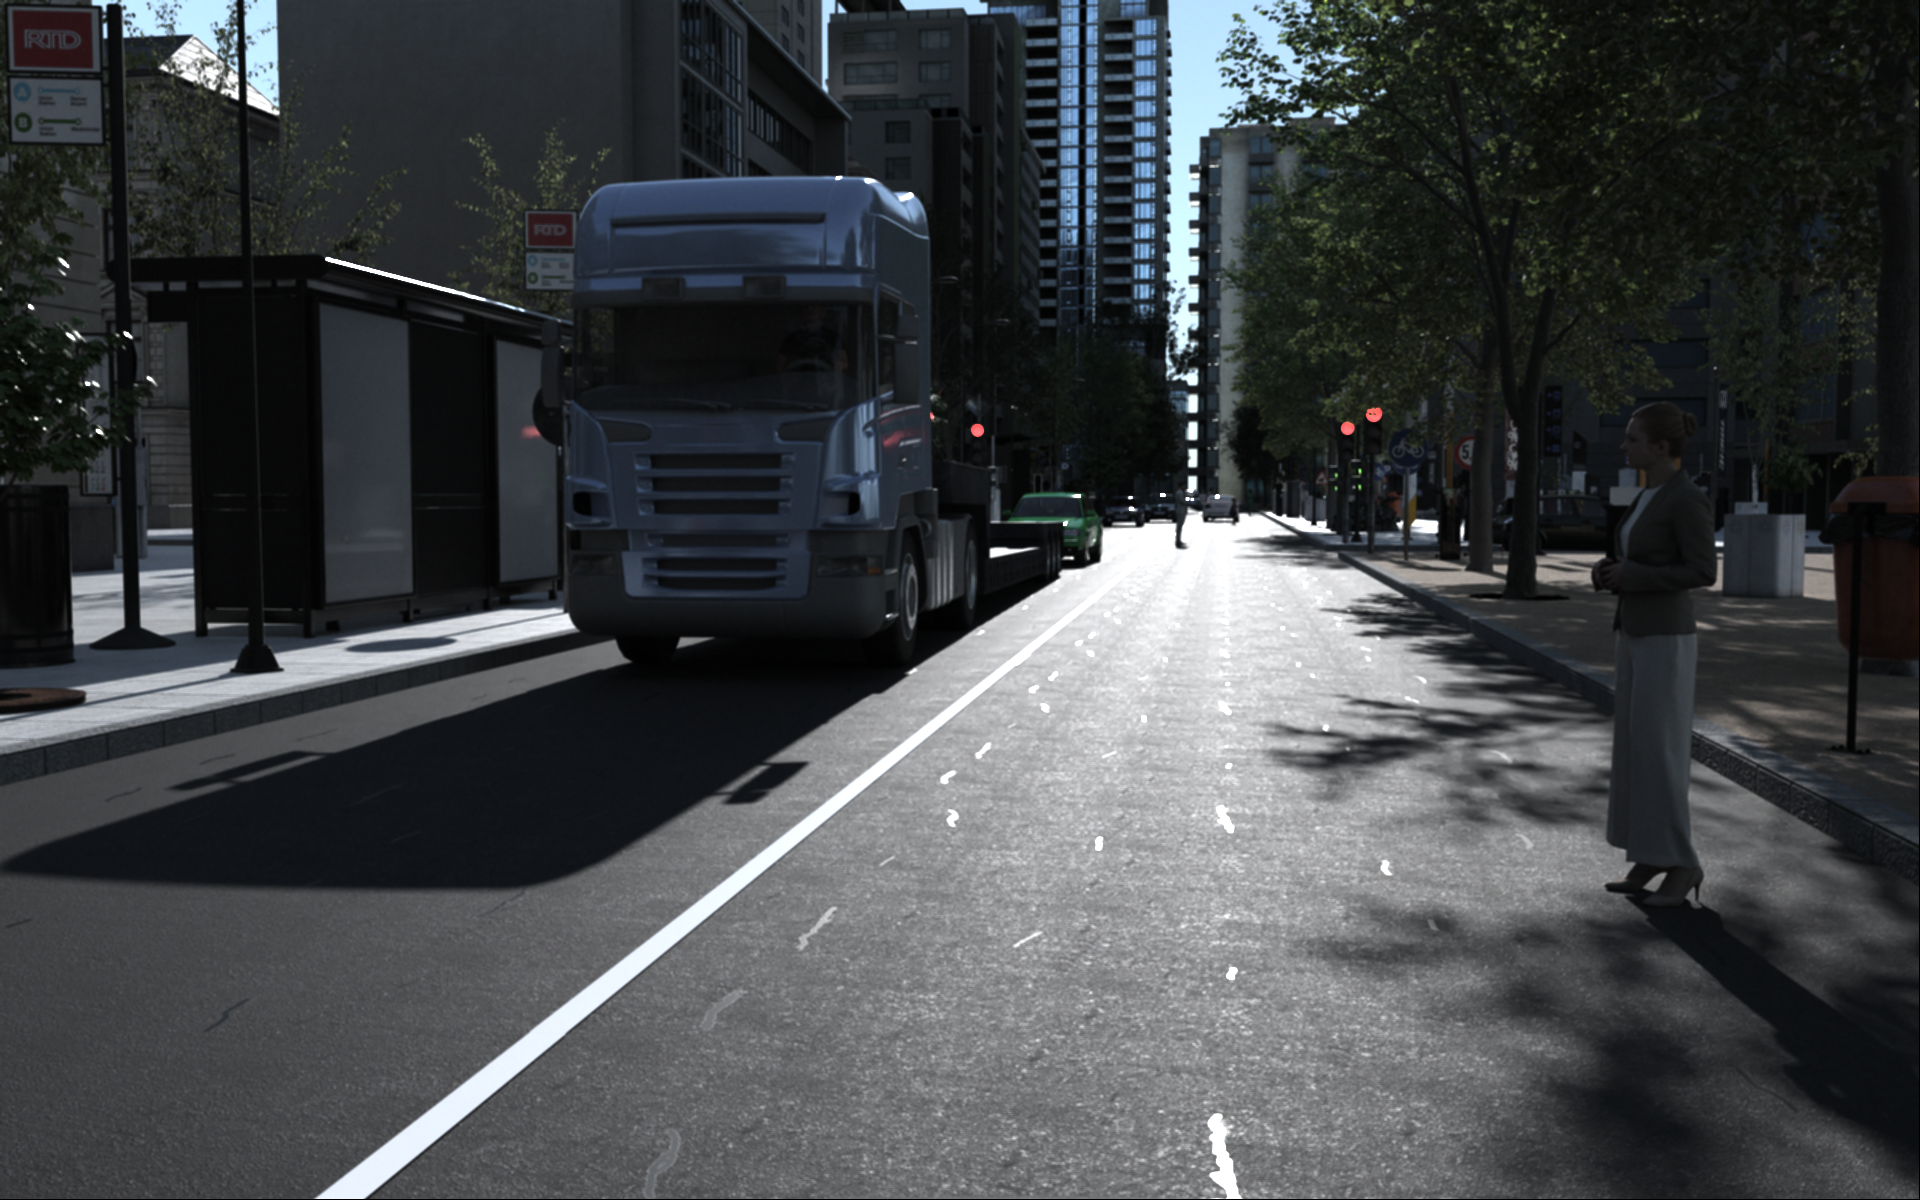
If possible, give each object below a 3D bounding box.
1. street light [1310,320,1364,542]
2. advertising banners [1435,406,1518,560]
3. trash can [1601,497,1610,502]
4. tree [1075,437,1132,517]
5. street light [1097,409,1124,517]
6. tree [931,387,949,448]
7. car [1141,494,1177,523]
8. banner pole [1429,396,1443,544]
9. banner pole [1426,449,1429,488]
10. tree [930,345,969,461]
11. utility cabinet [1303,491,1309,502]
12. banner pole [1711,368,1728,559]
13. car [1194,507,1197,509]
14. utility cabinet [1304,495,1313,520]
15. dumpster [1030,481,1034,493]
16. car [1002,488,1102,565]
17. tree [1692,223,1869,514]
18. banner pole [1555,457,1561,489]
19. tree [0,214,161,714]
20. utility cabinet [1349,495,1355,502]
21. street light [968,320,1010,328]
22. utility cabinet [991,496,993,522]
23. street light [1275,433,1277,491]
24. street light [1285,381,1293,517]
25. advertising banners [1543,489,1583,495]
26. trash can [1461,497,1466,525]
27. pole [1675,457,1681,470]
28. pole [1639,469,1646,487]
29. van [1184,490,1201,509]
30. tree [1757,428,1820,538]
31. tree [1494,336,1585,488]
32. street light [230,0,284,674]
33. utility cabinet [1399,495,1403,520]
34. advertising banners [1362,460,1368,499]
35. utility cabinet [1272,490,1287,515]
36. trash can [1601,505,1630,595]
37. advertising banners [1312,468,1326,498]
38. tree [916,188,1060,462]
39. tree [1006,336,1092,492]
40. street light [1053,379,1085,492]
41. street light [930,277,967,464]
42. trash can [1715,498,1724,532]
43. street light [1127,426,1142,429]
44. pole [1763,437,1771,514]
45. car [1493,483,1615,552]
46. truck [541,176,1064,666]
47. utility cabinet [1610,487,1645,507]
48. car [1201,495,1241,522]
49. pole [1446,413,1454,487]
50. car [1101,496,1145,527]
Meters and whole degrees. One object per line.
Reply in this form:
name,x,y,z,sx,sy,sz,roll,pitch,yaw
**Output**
street light,10.070,-4.505,46.203,1.470,5.913,1.316,1,4,9
advertising banners,10.217,-2.306,33.897,2.074,3.025,0.090,-1,4,-21
trash can,29.213,-4.051,77.884,0.748,1.137,0.748,0,3,0
tree,8.193,-7.044,98.876,4.285,4.588,4.351,0,3,0
street light,8.148,-7.483,94.882,1.470,5.913,1.316,1,4,9
tree,-1.872,-3.105,34.479,4.285,4.588,4.351,0,3,0
car,10.216,-4.787,88.052,2.009,1.686,4.222,1,4,9
banner pole,12.346,-3.333,44.511,0.401,3.779,0.863,1,4,16
banner pole,23.189,-5.782,84.551,0.863,3.779,0.401,1,4,13
tree,-1.696,-8.181,84.128,4.737,8.622,4.395,0,3,0
utility cabinet,22.765,-6.447,114.084,0.318,1.500,1.173,0,4,5
banner pole,15.136,-2.724,34.550,0.401,3.779,0.863,3,5,43
car,22.726,-9.818,172.884,2.083,1.381,4.827,0,4,7
utility cabinet,16.922,-4.454,83.983,0.306,1.237,1.020,0,4,2
dumpster,2.801,-4.213,74.641,1.264,1.857,1.865,1,4,8
car,1.940,-1.681,36.276,1.959,1.807,4.718,1,4,10
tree,21.140,-5.823,45.561,4.737,8.622,4.395,0,3,0
banner pole,26.457,-5.298,76.634,0.401,3.779,0.863,3,4,36
tree,-5.819,-0.960,10.291,1.663,3.219,1.824,0,3,0
utility cabinet,17.444,-4.087,77.988,0.306,1.237,1.020,2,4,33
street light,0.636,-4.515,46.358,1.470,5.913,1.316,1,4,9
utility cabinet,0.447,-2.504,52.101,1.020,1.237,0.306,1,4,19
street light,17.661,-7.508,95.296,1.470,5.913,1.316,1,4,9
street light,13.946,-6.007,70.755,1.470,5.913,1.316,1,4,9
advertising banners,18.320,-3.514,53.646,2.074,3.025,0.090,-1,4,-9
trash can,20.867,-3.739,72.782,0.748,1.137,0.748,0,3,0
pole,21.754,-3.589,52.530,0.158,3.312,0.155,0,3,0
pole,21.567,-3.723,54.712,0.158,3.312,0.155,0,3,0
van,22.131,-9.678,165.246,2.013,2.044,4.112,0,4,7
tree,24.600,-3.466,51.267,1.663,3.219,1.824,0,3,0
tree,23.442,-7.409,71.505,4.737,8.622,4.395,0,3,0
street light,-4.555,-2.430,12.271,1.470,5.913,1.316,1,4,9
utility cabinet,21.675,-4.522,85.093,1.020,1.237,0.306,0,4,3
advertising banners,20.646,-5.632,88.275,0.090,3.025,2.074,1,4,20
utility cabinet,19.878,-6.011,106.964,1.173,1.500,0.318,3,5,42
trash can,8.574,-0.641,22.128,0.748,1.137,0.748,0,3,0
advertising banners,23.586,-7.194,113.807,0.090,3.025,2.074,-1,4,-13
tree,-0.335,-7.245,52.873,8.767,10.594,7.601,-3,5,-43
tree,4.302,-8.018,81.453,4.737,8.622,4.395,0,3,0
street light,4.359,-5.985,70.401,1.470,5.913,1.316,1,4,9
street light,-0.725,-3.960,37.279,1.470,5.913,1.316,1,4,9
trash can,25.372,-2.864,58.472,0.748,1.137,0.748,0,3,0
street light,11.766,-8.954,118.941,1.470,5.913,1.316,1,4,9
pole,29.039,-4.190,62.345,0.158,3.312,0.155,0,3,0
car,14.278,-1.823,39.593,4.222,1.686,2.009,1,4,9
truck,-0.643,-1.937,21.432,2.967,4.110,18.799,0,4,8
utility cabinet,20.415,-2.694,52.733,1.173,1.500,0.318,1,4,15
car,13.710,-4.810,91.005,2.083,1.381,4.827,1,4,8
pole,12.391,-3.060,43.875,0.158,3.312,0.155,0,3,0
car,7.299,-3.952,77.191,1.945,1.354,3.894,1,4,8
